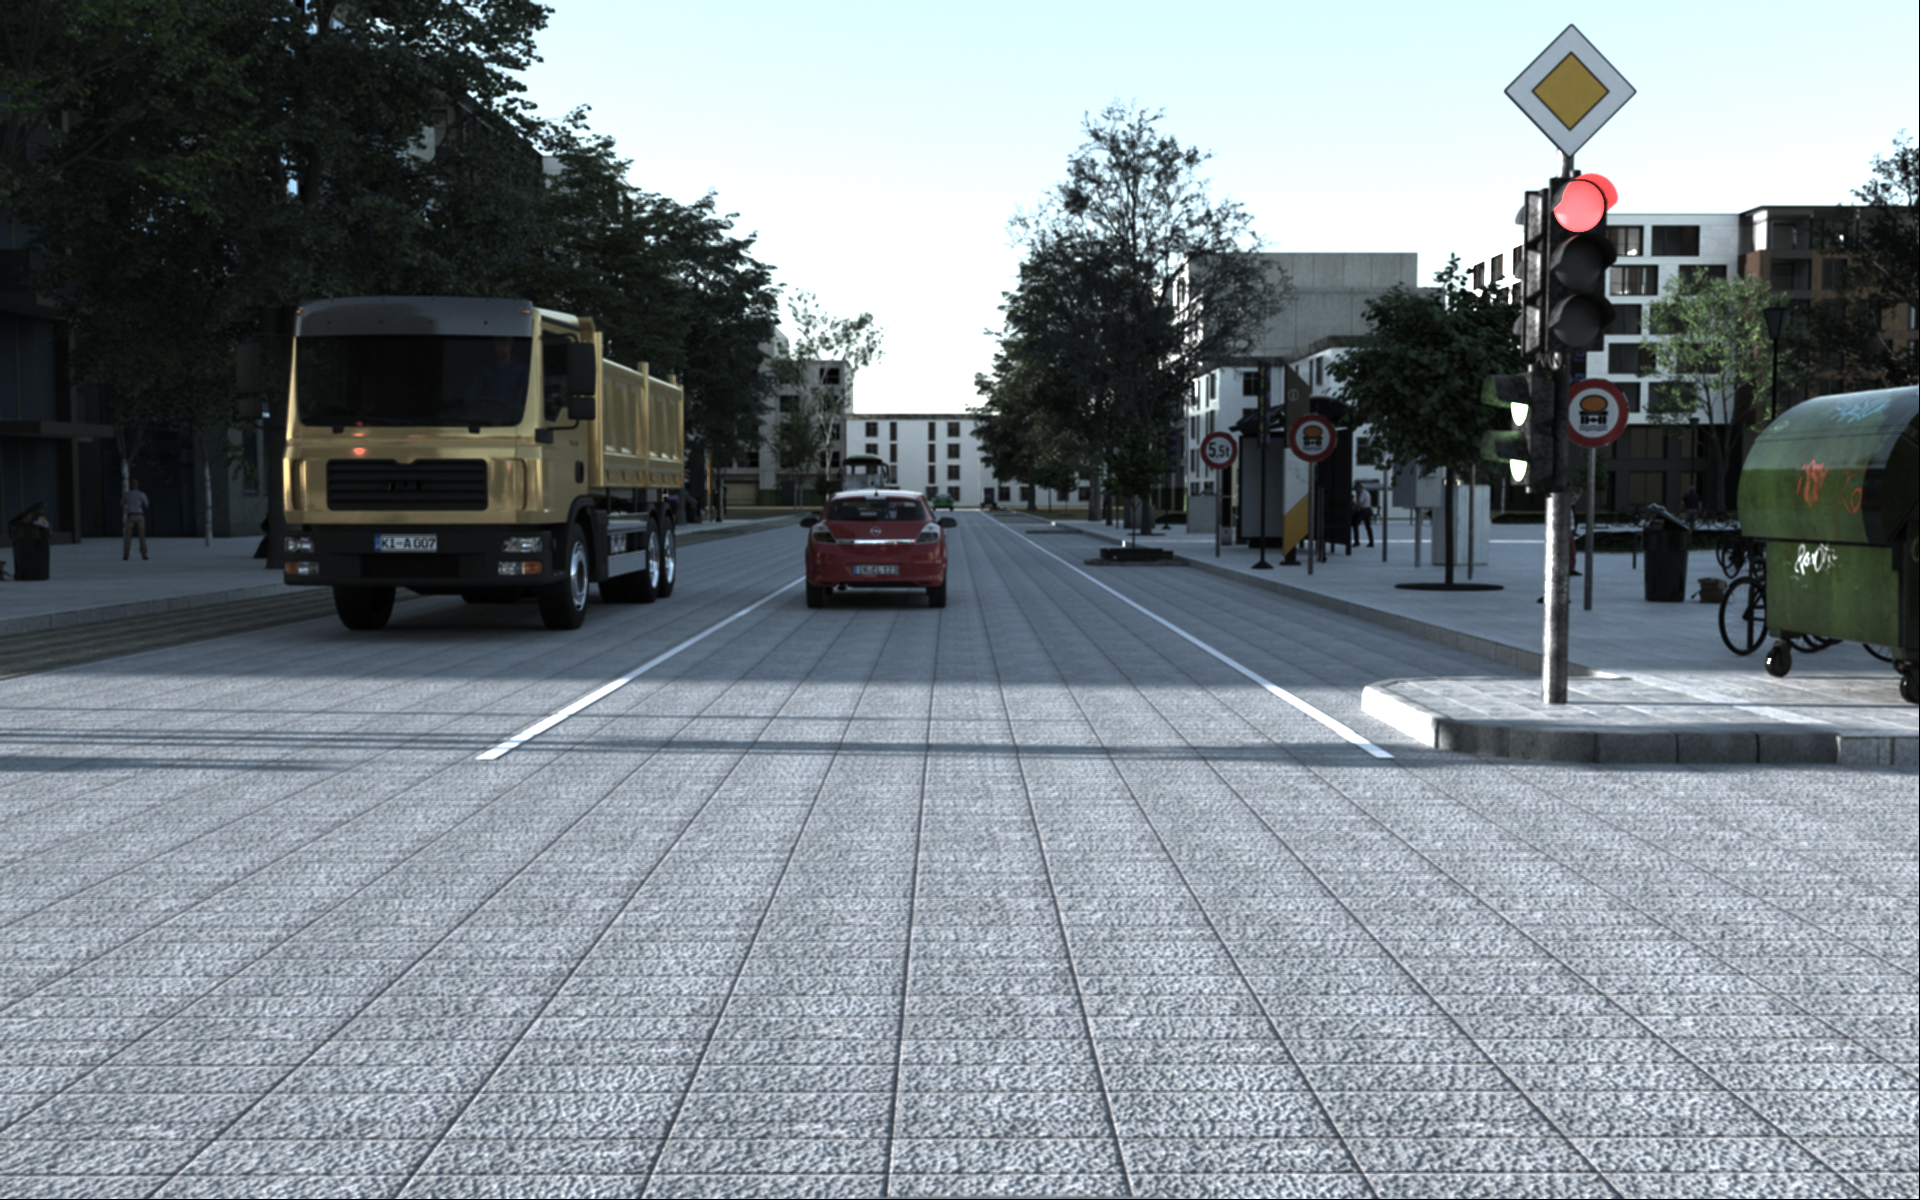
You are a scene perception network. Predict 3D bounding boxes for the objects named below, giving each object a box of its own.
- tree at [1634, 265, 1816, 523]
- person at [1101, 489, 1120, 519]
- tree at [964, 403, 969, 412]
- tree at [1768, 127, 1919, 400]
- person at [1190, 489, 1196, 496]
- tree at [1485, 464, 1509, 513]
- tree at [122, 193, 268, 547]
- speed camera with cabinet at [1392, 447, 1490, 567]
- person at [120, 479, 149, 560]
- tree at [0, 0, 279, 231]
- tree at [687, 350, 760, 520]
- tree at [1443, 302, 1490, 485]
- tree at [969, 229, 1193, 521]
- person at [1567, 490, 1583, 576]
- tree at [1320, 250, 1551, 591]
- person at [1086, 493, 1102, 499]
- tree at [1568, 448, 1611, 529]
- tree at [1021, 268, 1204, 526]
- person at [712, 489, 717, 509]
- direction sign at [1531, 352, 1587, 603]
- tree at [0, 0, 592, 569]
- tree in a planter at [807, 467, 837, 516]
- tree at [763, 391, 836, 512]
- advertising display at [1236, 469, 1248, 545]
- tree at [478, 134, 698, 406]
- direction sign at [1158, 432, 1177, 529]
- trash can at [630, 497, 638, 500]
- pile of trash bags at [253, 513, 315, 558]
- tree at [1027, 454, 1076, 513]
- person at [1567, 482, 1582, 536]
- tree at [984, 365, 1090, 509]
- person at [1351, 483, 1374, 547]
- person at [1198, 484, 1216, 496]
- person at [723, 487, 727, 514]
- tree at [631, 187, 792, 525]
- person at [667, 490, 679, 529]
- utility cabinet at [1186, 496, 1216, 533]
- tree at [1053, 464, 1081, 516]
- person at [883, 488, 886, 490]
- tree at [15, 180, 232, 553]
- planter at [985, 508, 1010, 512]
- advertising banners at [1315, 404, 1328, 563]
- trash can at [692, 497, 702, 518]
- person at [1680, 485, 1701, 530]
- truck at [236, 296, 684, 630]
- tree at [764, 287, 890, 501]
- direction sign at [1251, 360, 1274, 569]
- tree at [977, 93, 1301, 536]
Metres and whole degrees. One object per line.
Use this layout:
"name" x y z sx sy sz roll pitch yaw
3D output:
"tree" 34.330 -9.299 77.795 9.928 11.665 9.643 0 3 0
"person" 7.608 -5.128 89.871 1.348 1.826 0.705 0 4 2
"tree" 5.343 -13.753 131.512 9.857 13.997 8.962 0 3 0
"tree" 24.702 -6.749 44.756 7.601 10.594 8.767 0 4 0
"person" 11.478 -4.697 85.042 0.471 1.553 0.569 3 5 43
"tree" 25.735 -8.012 81.356 4.360 8.622 3.978 0 3 0
"tree" -18.129 -5.611 42.103 4.737 8.622 4.395 0 3 0
"speed camera with cabinet" 8.596 -2.235 30.881 2.038 3.252 0.660 -2 4 -35
"person" -16.096 -1.569 33.765 0.516 1.574 0.319 -1 4 -19
"tree" -11.652 -5.737 19.550 9.928 11.665 9.643 0 3 0
"tree" -11.986 -8.353 86.928 4.360 8.622 3.978 0 3 0
"tree" 18.698 -7.045 65.543 4.737 8.622 4.395 0 3 0
"tree" 6.294 -10.706 81.696 9.857 13.997 8.962 0 3 0
"person" 9.570 -1.053 27.170 0.340 1.345 0.435 2 4 30
"tree" 6.668 -2.440 23.600 4.285 4.588 4.351 0 3 0
"person" 10.280 -7.787 133.381 1.348 1.821 0.705 2 4 29
"tree" 23.812 -4.288 64.704 1.663 3.219 1.824 0 3 0
"tree" 6.302 -8.321 70.461 8.767 10.594 7.601 3 4 36
"person" -21.396 -8.806 150.826 0.742 1.727 0.445 0 4 5
"direction sign" 7.017 -1.734 20.352 0.876 3.537 0.379 -2 4 -28
"tree" -11.544 -7.518 29.573 9.857 13.997 8.962 0 3 0
"tree in a planter" -8.886 -7.039 112.306 1.991 3.239 1.994 0 4 0
"tree" -11.093 -10.571 123.194 4.737 8.622 4.395 0 3 0
"advertising display" 7.136 -2.370 43.955 0.974 1.923 0.123 -1 4 -19
"tree" -11.978 -8.360 54.818 7.486 12.596 7.792 0 3 0
"direction sign" 7.545 -4.355 63.194 0.876 3.537 0.379 -2 4 -34
"trash can" -14.010 -3.893 75.304 0.748 1.137 0.748 0 3 0
"pile of trash bags" -12.517 -1.530 34.769 3.447 1.369 1.912 2 4 30
"tree" 6.364 -8.384 120.799 4.285 4.588 4.351 0 3 0
"person" 18.628 -2.765 52.704 0.566 1.644 0.517 1 4 23
"tree" 6.224 -14.139 148.176 9.611 12.733 9.660 0 3 0
"person" 9.734 -2.065 42.014 0.590 1.554 0.614 2 4 32
"person" 12.653 -5.044 88.596 1.350 1.814 0.705 0 4 2
"person" -14.995 -6.301 109.742 0.721 1.739 1.217 0 4 -6
"tree" -11.777 -10.074 71.370 9.857 13.997 8.962 0 3 0
"person" -10.507 -3.306 63.333 0.421 1.427 0.697 0 4 1
"utility cabinet" 7.980 -2.801 56.963 1.020 1.237 0.306 0 4 -3
"tree" 6.179 -6.604 102.583 1.663 3.219 1.824 0 3 0
"person" -3.704 -4.662 85.646 0.541 1.710 0.530 3 4 39
"tree" -17.821 -5.321 37.358 4.360 8.622 3.978 0 3 0
"planter" 3.034 -7.244 139.584 1.991 0.319 1.994 0 4 0
"advertising banners" 6.889 -2.259 33.123 0.090 3.025 2.074 0 4 6
"trash can" -12.325 -4.198 80.298 0.748 1.137 0.748 0 3 0
"person" 21.741 -2.654 51.651 0.569 1.553 0.471 3 5 40
"truck" -5.265 -1.498 20.419 3.469 3.379 9.791 0 4 0
"tree" -13.683 -18.672 161.173 12.611 20.169 13.585 0 3 0
"direction sign" 5.203 -2.305 29.683 0.379 3.537 0.876 1 4 22
"tree" 5.678 -8.757 53.553 12.009 13.543 11.850 0 3 0
